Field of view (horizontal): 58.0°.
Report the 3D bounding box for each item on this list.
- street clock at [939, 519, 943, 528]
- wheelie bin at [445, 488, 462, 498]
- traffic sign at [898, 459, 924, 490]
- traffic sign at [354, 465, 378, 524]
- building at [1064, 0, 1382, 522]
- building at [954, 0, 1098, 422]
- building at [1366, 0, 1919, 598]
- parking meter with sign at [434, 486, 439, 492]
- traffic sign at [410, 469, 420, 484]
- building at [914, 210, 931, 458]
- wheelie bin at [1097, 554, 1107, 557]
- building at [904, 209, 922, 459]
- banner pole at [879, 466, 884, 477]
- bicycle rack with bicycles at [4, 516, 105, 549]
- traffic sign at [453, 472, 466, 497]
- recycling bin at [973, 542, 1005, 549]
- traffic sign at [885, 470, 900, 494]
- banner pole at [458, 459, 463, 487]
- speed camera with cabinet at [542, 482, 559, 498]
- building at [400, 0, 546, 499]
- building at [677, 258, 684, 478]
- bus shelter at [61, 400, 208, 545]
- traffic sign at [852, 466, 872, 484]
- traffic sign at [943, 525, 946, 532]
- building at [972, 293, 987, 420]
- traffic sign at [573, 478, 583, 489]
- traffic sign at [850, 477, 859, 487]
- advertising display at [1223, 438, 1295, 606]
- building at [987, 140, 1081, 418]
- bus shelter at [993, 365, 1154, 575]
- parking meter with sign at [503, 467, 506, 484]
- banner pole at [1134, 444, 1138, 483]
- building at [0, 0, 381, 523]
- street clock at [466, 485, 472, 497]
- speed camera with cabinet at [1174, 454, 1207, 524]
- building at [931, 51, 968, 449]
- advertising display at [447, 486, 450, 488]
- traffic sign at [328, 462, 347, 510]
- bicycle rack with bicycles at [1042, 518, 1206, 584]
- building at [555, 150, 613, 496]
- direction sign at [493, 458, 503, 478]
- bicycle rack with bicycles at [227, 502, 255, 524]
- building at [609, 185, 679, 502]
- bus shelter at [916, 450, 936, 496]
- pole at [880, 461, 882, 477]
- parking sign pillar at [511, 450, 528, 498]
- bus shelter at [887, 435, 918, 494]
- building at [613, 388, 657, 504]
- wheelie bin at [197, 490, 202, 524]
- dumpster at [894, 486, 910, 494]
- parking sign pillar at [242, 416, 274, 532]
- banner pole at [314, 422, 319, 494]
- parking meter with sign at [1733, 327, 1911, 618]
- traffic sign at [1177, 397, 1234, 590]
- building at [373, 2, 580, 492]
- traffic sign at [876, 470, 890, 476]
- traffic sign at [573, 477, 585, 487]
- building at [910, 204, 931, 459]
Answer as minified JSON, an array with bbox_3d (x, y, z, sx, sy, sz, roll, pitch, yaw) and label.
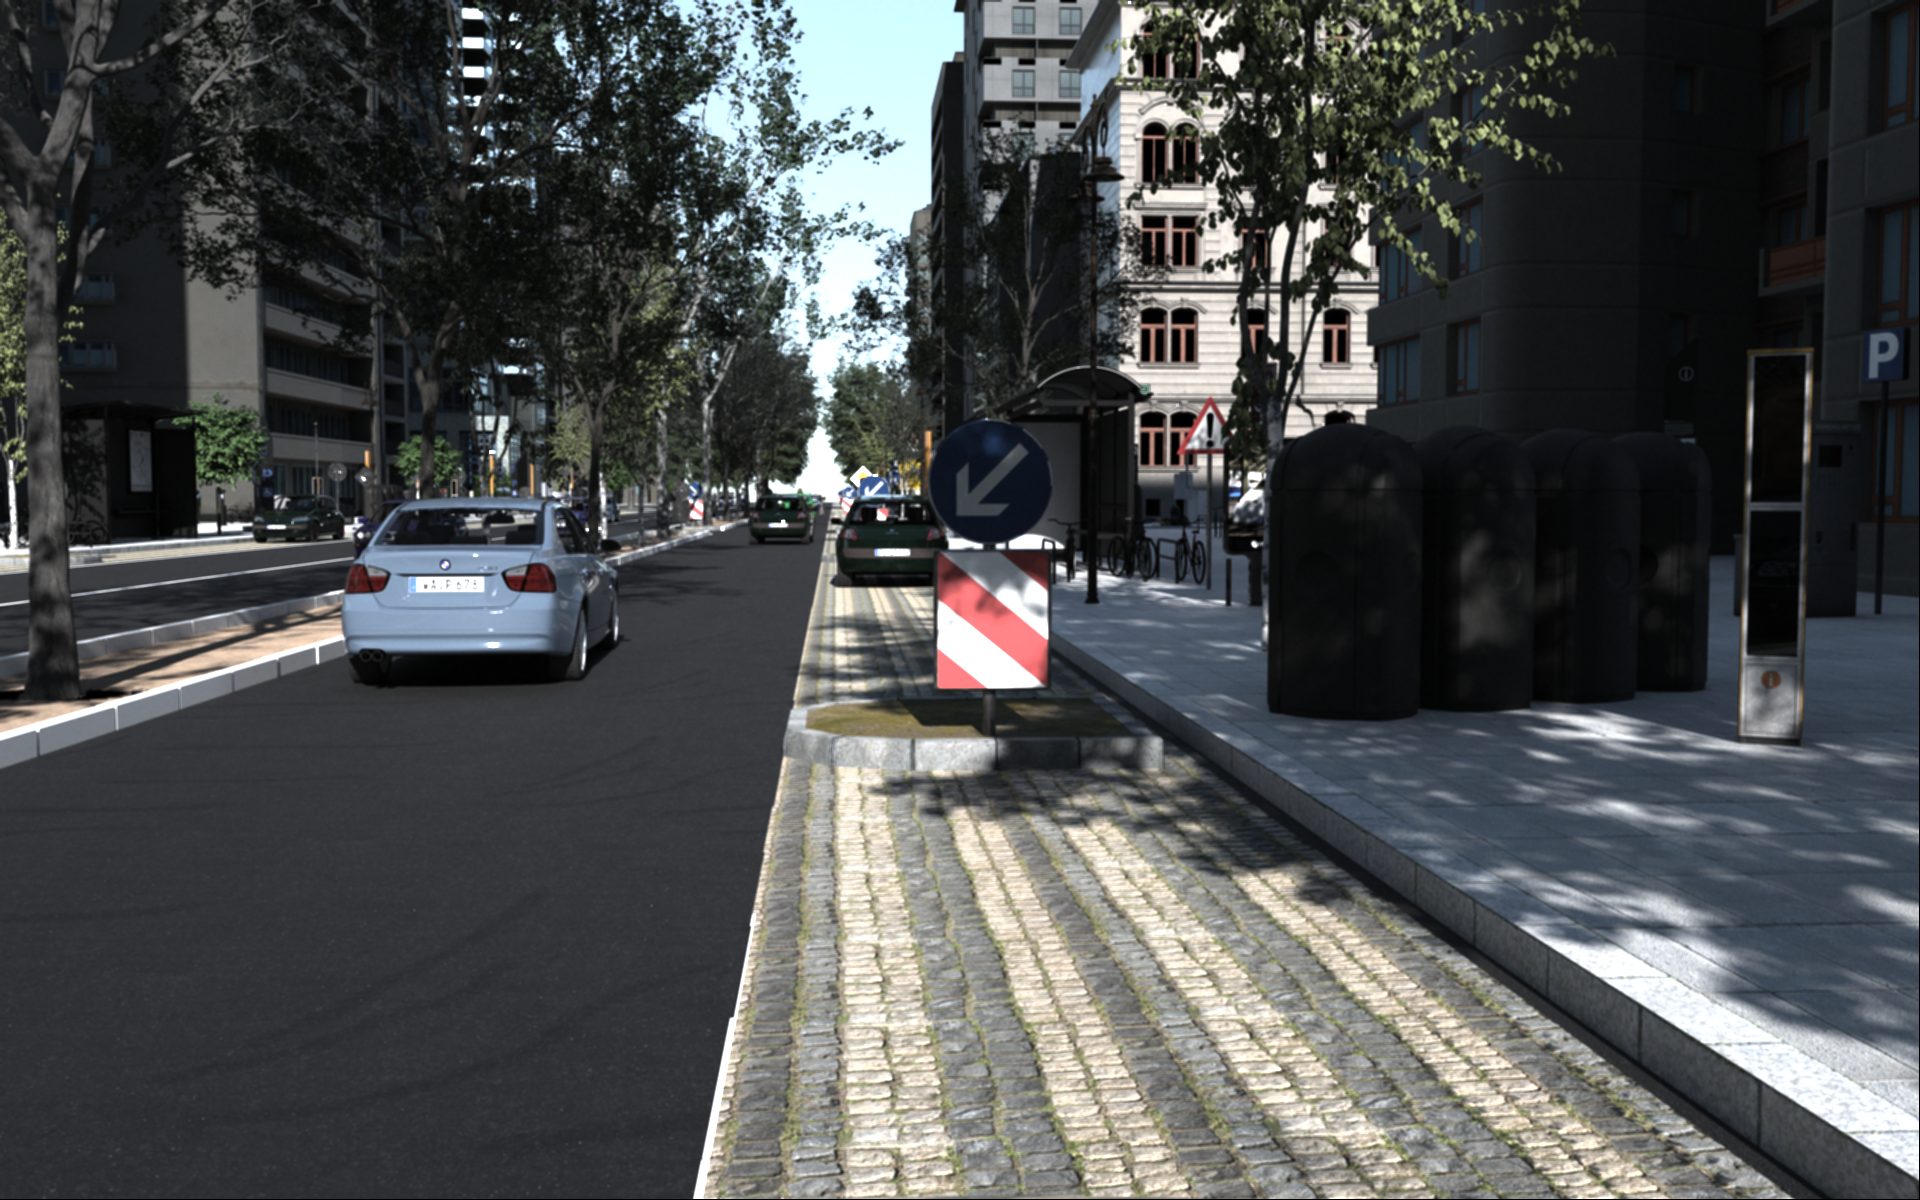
[{"bbox_3d":[-0.587,-3.082,54.962,0.358,2.002,0.471,2,4,28],"label":"street clock"},{"bbox_3d":[-27.138,-5.197,92.880,0.980,1.594,0.693,0,4,-2],"label":"wheelie bin"},{"bbox_3d":[-2.440,-6.492,100.012,2.265,3.308,0.079,0,4,3],"label":"traffic sign"},{"bbox_3d":[-20.631,-3.457,60.168,0.795,2.450,0.064,0,4,-4],"label":"traffic sign"},{"bbox_3d":[17.691,-18.159,84.286,23.554,28.519,14.401,0,4,-4],"label":"building"},{"bbox_3d":[14.662,-35.090,162.965,28.713,52.752,27.495,0,4,-4],"label":"building"},{"bbox_3d":[25.074,-11.304,29.863,27.650,21.520,28.899,0,4,-4],"label":"building"},{"bbox_3d":[-32.114,-6.651,104.998,1.738,3.016,0.543,3,4,39],"label":"parking meter with sign"},{"bbox_3d":[-21.208,-3.944,68.133,0.795,2.450,0.064,0,4,-4],"label":"traffic sign"},{"bbox_3d":[0.343,-34.731,251.444,14.154,41.232,14.086,0,4,-4],"label":"building"},{"bbox_3d":[3.048,-1.673,35.265,0.693,1.594,0.980,0,4,6],"label":"wheelie bin"},{"bbox_3d":[2.074,-40.954,289.200,23.786,49.044,30.456,0,4,-4],"label":"building"},{"bbox_3d":[-6.062,-9.029,137.641,0.863,3.779,0.401,-2,4,-34],"label":"banner pole"},{"bbox_3d":[-22.135,-1.729,41.658,2.925,0.926,2.852,-2,4,-29],"label":"bicycle rack with bicycles"},{"bbox_3d":[-26.732,-5.645,92.404,0.768,2.556,0.104,0,4,-2],"label":"traffic sign"},{"bbox_3d":[0.748,-1.652,39.566,0.722,1.027,0.722,2,4,24],"label":"recycling bin"},{"bbox_3d":[-3.571,-5.593,91.549,0.768,2.556,0.104,0,4,-3],"label":"traffic sign"},{"bbox_3d":[-35.957,-8.234,124.645,0.863,3.779,0.401,3,5,43],"label":"banner pole"},{"bbox_3d":[-31.531,-8.542,134.002,0.660,3.252,2.038,1,4,23],"label":"speed camera with cabinet"},{"bbox_3d":[-49.462,-51.527,155.142,22.319,86.520,31.000,0,4,-4],"label":"building"},{"bbox_3d":[-54.174,-37.171,291.346,14.154,41.232,14.086,0,4,-4],"label":"building"},{"bbox_3d":[-22.074,-3.371,46.391,1.731,3.624,6.357,0,4,-4],"label":"bus shelter"},{"bbox_3d":[-3.430,-3.532,61.389,0.795,2.450,0.064,0,4,-4],"label":"traffic sign"},{"bbox_3d":[-0.466,-3.199,52.409,0.768,2.556,0.104,0,4,1],"label":"traffic sign"},{"bbox_3d":[6.643,-16.599,136.021,10.561,19.102,19.286,0,4,-4],"label":"building"},{"bbox_3d":[-29.765,-8.246,134.933,0.768,2.556,0.104,0,4,-2],"label":"traffic sign"},{"bbox_3d":[-4.007,-4.019,69.354,0.795,2.450,0.064,0,4,-4],"label":"traffic sign"},{"bbox_3d":[3.503,-0.895,19.851,0.974,1.923,0.123,0,4,-6],"label":"advertising display"},{"bbox_3d":[9.896,-17.879,111.396,14.314,24.678,30.058,0,4,-4],"label":"building"},{"bbox_3d":[1.824,-2.201,29.904,2.014,3.302,5.546,0,4,-4],"label":"bus shelter"},{"bbox_3d":[-28.017,-6.950,109.887,1.738,3.016,0.543,0,4,-6],"label":"parking meter with sign"},{"bbox_3d":[7.450,-5.258,75.979,0.863,3.779,0.401,2,4,34],"label":"banner pole"},{"bbox_3d":[-43.189,-28.341,87.084,21.300,48.544,21.600,0,4,-4],"label":"building"},{"bbox_3d":[-40.279,-8.415,142.161,0.471,2.002,0.358,-2,4,-25],"label":"street clock"},{"bbox_3d":[9.982,-4.912,74.649,0.660,3.252,2.038,3,4,39],"label":"speed camera with cabinet"},{"bbox_3d":[8.100,-34.502,187.810,21.300,48.544,21.600,0,4,-4],"label":"building"},{"bbox_3d":[-39.604,-7.882,134.076,0.123,1.923,0.974,-1,4,-9],"label":"advertising display"},{"bbox_3d":[-25.094,-4.263,69.811,0.768,2.556,0.104,0,4,-2],"label":"traffic sign"},{"bbox_3d":[2.310,-0.754,25.717,2.852,0.926,2.925,0,4,-1],"label":"bicycle rack with bicycles"},{"bbox_3d":[-48.292,-31.594,200.150,14.154,41.232,14.086,0,4,-4],"label":"building"},{"bbox_3d":[-29.175,-7.163,109.114,0.876,3.537,0.379,1,4,23],"label":"direction sign"},{"bbox_3d":[-31.018,-3.853,76.385,2.925,0.926,2.852,0,4,-3],"label":"bicycle rack with bicycles"},{"bbox_3d":[-56.155,-39.704,272.864,21.300,48.544,21.600,0,4,-4],"label":"building"},{"bbox_3d":[-0.934,-5.241,79.620,2.014,3.302,5.546,0,4,-4],"label":"bus shelter"},{"bbox_3d":[-4.847,-6.881,106.345,0.158,3.312,0.155,0,3,0],"label":"pole"},{"bbox_3d":[-26.846,-7.162,105.572,1.447,3.967,1.447,1,4,14],"label":"parking sign pillar"},{"bbox_3d":[-3.721,-8.338,113.951,2.179,5.291,8.768,0,4,-4],"label":"bus shelter"},{"bbox_3d":[-58.037,-24.624,247.640,27.650,21.520,28.899,0,4,-4],"label":"building"},{"bbox_3d":[-33.097,-4.078,74.582,0.693,1.594,0.980,1,4,22],"label":"wheelie bin"},{"bbox_3d":[-3.239,-6.255,104.760,1.502,2.255,1.985,0,4,-4],"label":"dumpster"},{"bbox_3d":[-23.915,-4.342,59.472,1.447,3.967,1.447,-2,4,-33],"label":"parking sign pillar"},{"bbox_3d":[-22.351,-4.295,60.239,0.401,3.779,0.863,-1,4,-23],"label":"banner pole"},{"bbox_3d":[9.007,-1.340,18.174,1.738,3.016,0.543,-1,4,-16],"label":"parking meter with sign"},{"bbox_3d":[3.340,-1.419,23.211,0.884,2.594,0.081,0,4,1],"label":"traffic sign"},{"bbox_3d":[-51.252,-45.447,181.305,20.563,71.187,20.611,0,4,-4],"label":"building"},{"bbox_3d":[-5.734,-9.014,141.258,2.265,3.308,0.079,0,4,-1],"label":"traffic sign"},{"bbox_3d":[-29.151,-8.105,132.524,0.884,2.594,0.081,0,4,-1],"label":"traffic sign"},{"bbox_3d":[-0.495,-37.684,266.238,14.600,45.320,14.200,0,4,-4],"label":"building"}]
